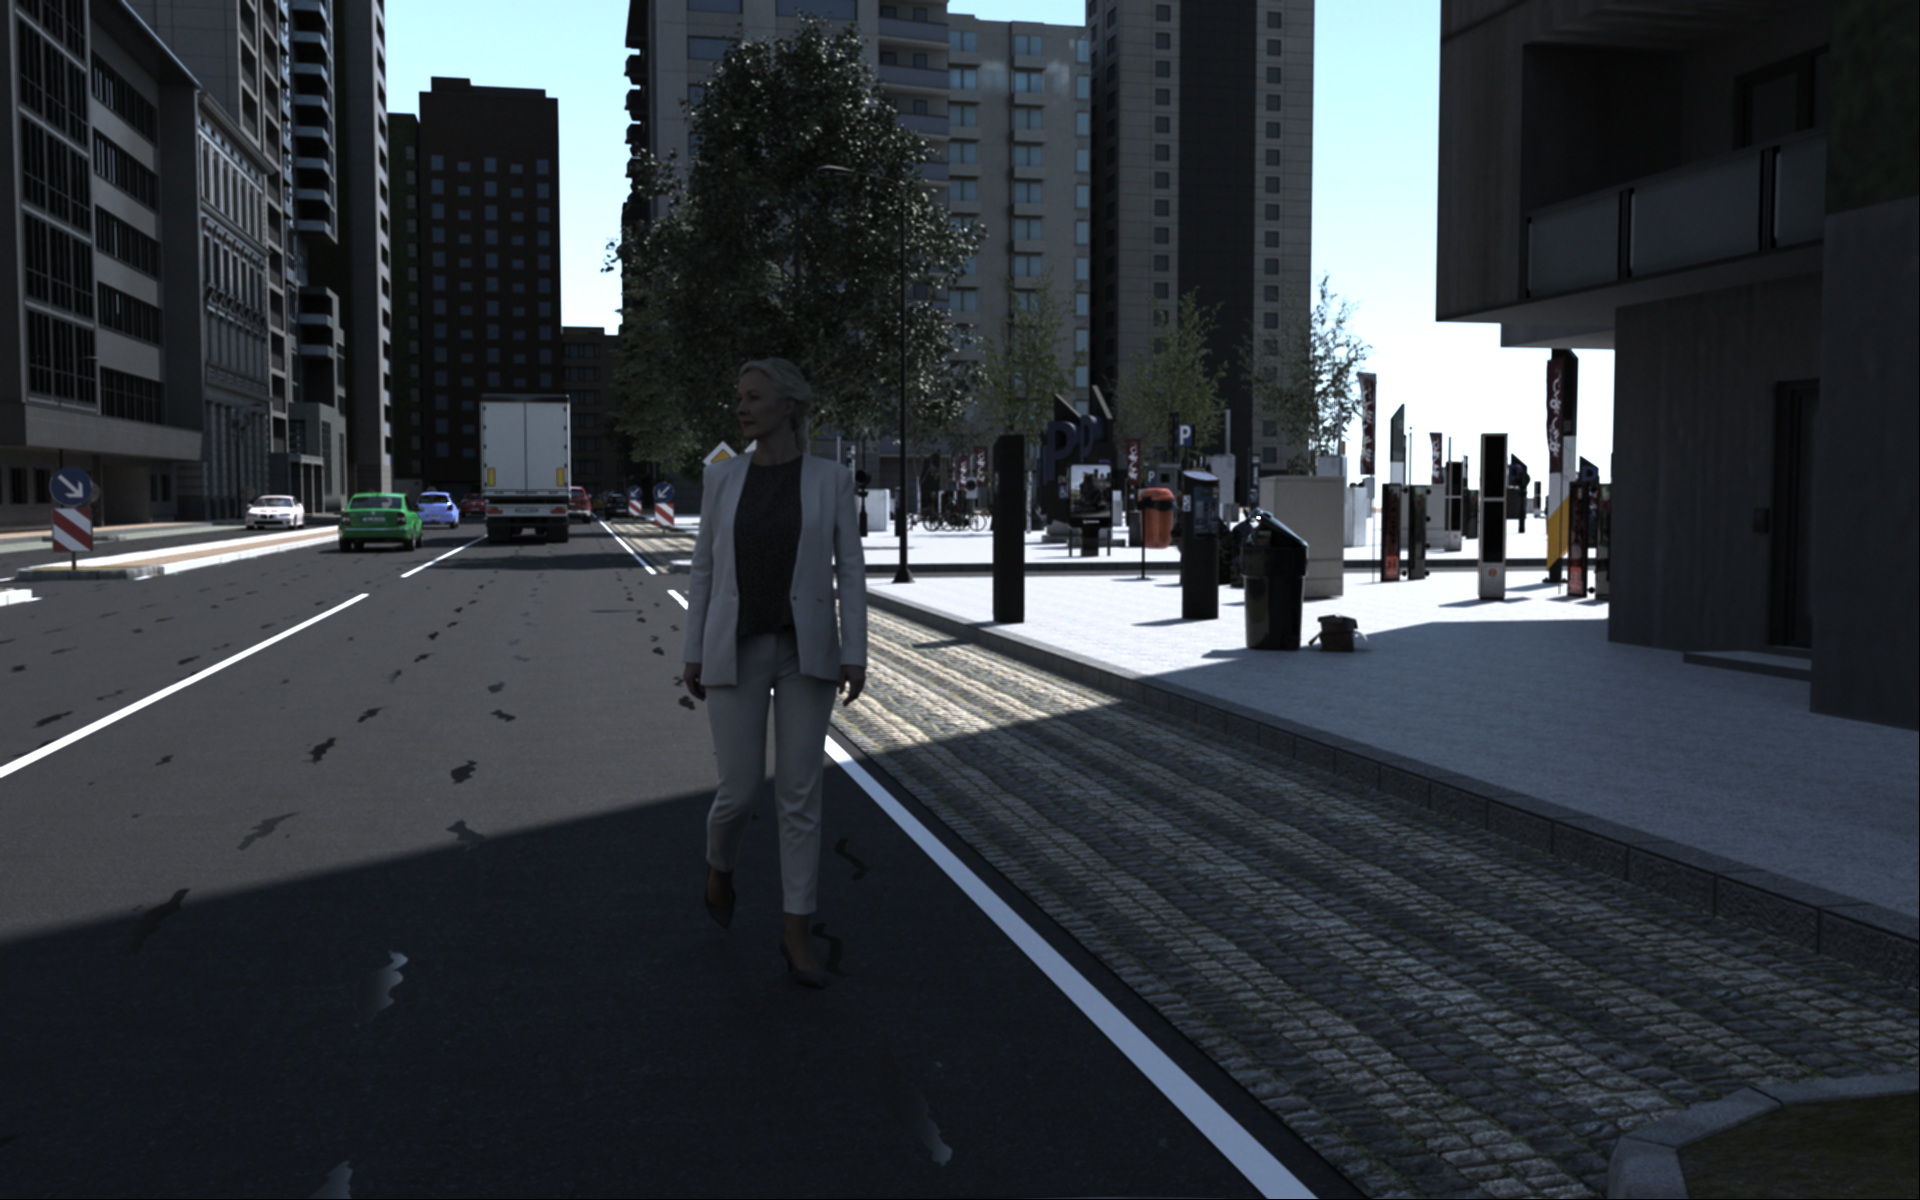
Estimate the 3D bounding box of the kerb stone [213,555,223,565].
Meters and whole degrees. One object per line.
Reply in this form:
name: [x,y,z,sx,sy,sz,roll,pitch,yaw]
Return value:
kerb stone: [-15.237,-0.799,35.300,0.120,0.150,1.000,-1,4,-13]

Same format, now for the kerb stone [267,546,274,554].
kerb stone: [-16.578,-1.170,41.322,0.120,0.150,1.000,-1,4,-13]

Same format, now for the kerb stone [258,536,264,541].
kerb stone: [-21.096,-1.817,51.897,0.120,0.150,1.000,-1,4,-13]

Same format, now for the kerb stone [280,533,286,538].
kerb stone: [-21.989,-2.062,55.905,0.120,0.150,1.000,-1,4,-13]

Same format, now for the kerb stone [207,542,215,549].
kerb stone: [-19.526,-1.387,44.878,0.120,0.150,1.000,-1,4,-13]

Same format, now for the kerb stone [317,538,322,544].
kerb stone: [-18.371,-1.660,49.342,0.120,0.150,1.000,-1,4,-13]

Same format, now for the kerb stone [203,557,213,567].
kerb stone: [-15.011,-0.736,34.303,0.120,0.150,1.000,-1,4,-13]

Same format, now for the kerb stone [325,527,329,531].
kerb stone: [-24.237,-2.674,65.913,0.120,0.150,1.000,-1,4,-13]

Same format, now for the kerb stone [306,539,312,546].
kerb stone: [-17.925,-1.538,47.335,0.120,0.150,1.000,-1,4,-13]

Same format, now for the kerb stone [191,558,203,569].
kerb stone: [-14.786,-0.680,33.306,0.120,0.150,1.000,-1,4,-13]

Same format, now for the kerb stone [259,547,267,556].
kerb stone: [-16.351,-1.108,40.308,0.120,0.150,1.000,-1,4,-13]

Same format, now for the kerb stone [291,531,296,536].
kerb stone: [-22.443,-2.184,57.903,0.120,0.150,1.000,-1,4,-13]

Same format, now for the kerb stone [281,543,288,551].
kerb stone: [-17.020,-1.292,43.325,0.120,0.150,1.000,-1,4,-13]

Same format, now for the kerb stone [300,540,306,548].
kerb stone: [-17.699,-1.476,46.326,0.120,0.150,1.000,-1,4,-13]

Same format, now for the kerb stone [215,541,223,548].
kerb stone: [-19.750,-1.449,45.890,0.120,0.150,1.000,-1,4,-13]

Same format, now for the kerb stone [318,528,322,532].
kerb stone: [-23.785,-2.544,63.913,0.120,0.150,1.000,-1,4,-13]

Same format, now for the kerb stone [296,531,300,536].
kerb stone: [-22.667,-2.244,58.901,0.120,0.150,1.000,-1,4,-13]

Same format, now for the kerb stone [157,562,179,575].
kerb stone: [-14.329,-0.557,31.297,0.120,0.150,1.000,-1,4,-13]

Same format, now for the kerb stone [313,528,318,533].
kerb stone: [-23.561,-2.490,62.915,0.120,0.150,1.000,-1,4,-13]

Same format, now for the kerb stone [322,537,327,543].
kerb stone: [-18.597,-1.722,50.348,0.120,0.150,1.000,-1,4,-13]

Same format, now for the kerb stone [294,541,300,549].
kerb stone: [-17.479,-1.415,45.328,0.120,0.150,1.000,-1,4,-13]

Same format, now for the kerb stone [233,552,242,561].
kerb stone: [-15.688,-0.924,37.304,0.120,0.150,1.000,-1,4,-13]

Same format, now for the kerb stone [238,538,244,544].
kerb stone: [-20.435,-1.633,48.901,0.120,0.150,1.000,-1,4,-13]

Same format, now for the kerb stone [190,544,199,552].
kerb stone: [-19.082,-1.265,42.876,0.120,0.150,1.000,-1,4,-13]

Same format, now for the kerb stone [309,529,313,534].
kerb stone: [-23.343,-2.422,61.904,0.120,0.150,1.000,-1,4,-13]

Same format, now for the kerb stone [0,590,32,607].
kerb stone: [-12.423,-0.033,22.772,0.120,0.150,1.000,-1,4,-13]

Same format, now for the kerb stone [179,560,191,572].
kerb stone: [-14.559,-0.618,32.306,0.120,0.150,1.000,-1,4,-13]

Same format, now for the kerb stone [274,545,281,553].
kerb stone: [-16.805,-1.229,42.325,0.120,0.150,1.000,-1,4,-13]

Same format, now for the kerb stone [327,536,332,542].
kerb stone: [-18.826,-1.776,51.356,0.120,0.150,1.000,-1,4,-13]

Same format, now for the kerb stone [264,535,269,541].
kerb stone: [-21.320,-1.878,52.895,0.120,0.150,1.000,-1,4,-13]

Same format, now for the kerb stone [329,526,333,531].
kerb stone: [-24.457,-2.731,66.914,0.120,0.150,1.000,-1,4,-13]

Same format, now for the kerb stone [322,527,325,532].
kerb stone: [-24.018,-2.610,64.910,0.120,0.150,1.000,-1,4,-13]

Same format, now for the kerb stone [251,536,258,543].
kerb stone: [-20.869,-1.756,50.899,0.120,0.150,1.000,-1,4,-13]

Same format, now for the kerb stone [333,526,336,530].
kerb stone: [-24.688,-2.796,67.910,0.120,0.150,1.000,-1,4,-13]

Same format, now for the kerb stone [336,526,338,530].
kerb stone: [-24.897,-2.857,68.911,0.120,0.150,1.000,-1,4,-13]

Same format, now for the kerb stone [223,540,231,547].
kerb stone: [-19.975,-1.510,46.887,0.120,0.150,1.000,-1,4,-13]

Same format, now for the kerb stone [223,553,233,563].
kerb stone: [-15.451,-0.862,36.300,0.120,0.150,1.000,-1,4,-13]

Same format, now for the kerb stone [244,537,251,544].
kerb stone: [-20.651,-1.690,49.901,0.120,0.150,1.000,-1,4,-13]

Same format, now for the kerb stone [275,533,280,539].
kerb stone: [-21.775,-2.001,54.906,0.120,0.150,1.000,-1,4,-13]

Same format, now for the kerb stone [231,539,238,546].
kerb stone: [-20.197,-1.566,47.894,0.120,0.150,1.000,-1,4,-13]

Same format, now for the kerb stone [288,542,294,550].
kerb stone: [-17.253,-1.353,44.320,0.120,0.150,1.000,-1,4,-13]

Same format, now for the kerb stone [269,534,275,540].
kerb stone: [-21.541,-1.933,53.894,0.120,0.150,1.000,-1,4,-13]

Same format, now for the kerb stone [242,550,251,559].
kerb stone: [-15.904,-0.983,38.313,0.120,0.150,1.000,-1,4,-13]

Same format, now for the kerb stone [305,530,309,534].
kerb stone: [-23.110,-2.360,60.907,0.120,0.150,1.000,-1,4,-13]

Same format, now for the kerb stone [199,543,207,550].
kerb stone: [-19.297,-1.326,43.875,0.120,0.150,1.000,-1,4,-13]

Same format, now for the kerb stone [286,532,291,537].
kerb stone: [-22.218,-2.123,56.902,0.120,0.150,1.000,-1,4,-13]

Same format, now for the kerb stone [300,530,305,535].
kerb stone: [-22.884,-2.305,59.901,0.120,0.150,1.000,-1,4,-13]

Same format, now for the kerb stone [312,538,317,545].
kerb stone: [-18.149,-1.599,48.341,0.120,0.150,1.000,-1,4,-13]

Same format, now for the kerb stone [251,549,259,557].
kerb stone: [-16.122,-1.047,39.311,0.120,0.150,1.000,-1,4,-13]
